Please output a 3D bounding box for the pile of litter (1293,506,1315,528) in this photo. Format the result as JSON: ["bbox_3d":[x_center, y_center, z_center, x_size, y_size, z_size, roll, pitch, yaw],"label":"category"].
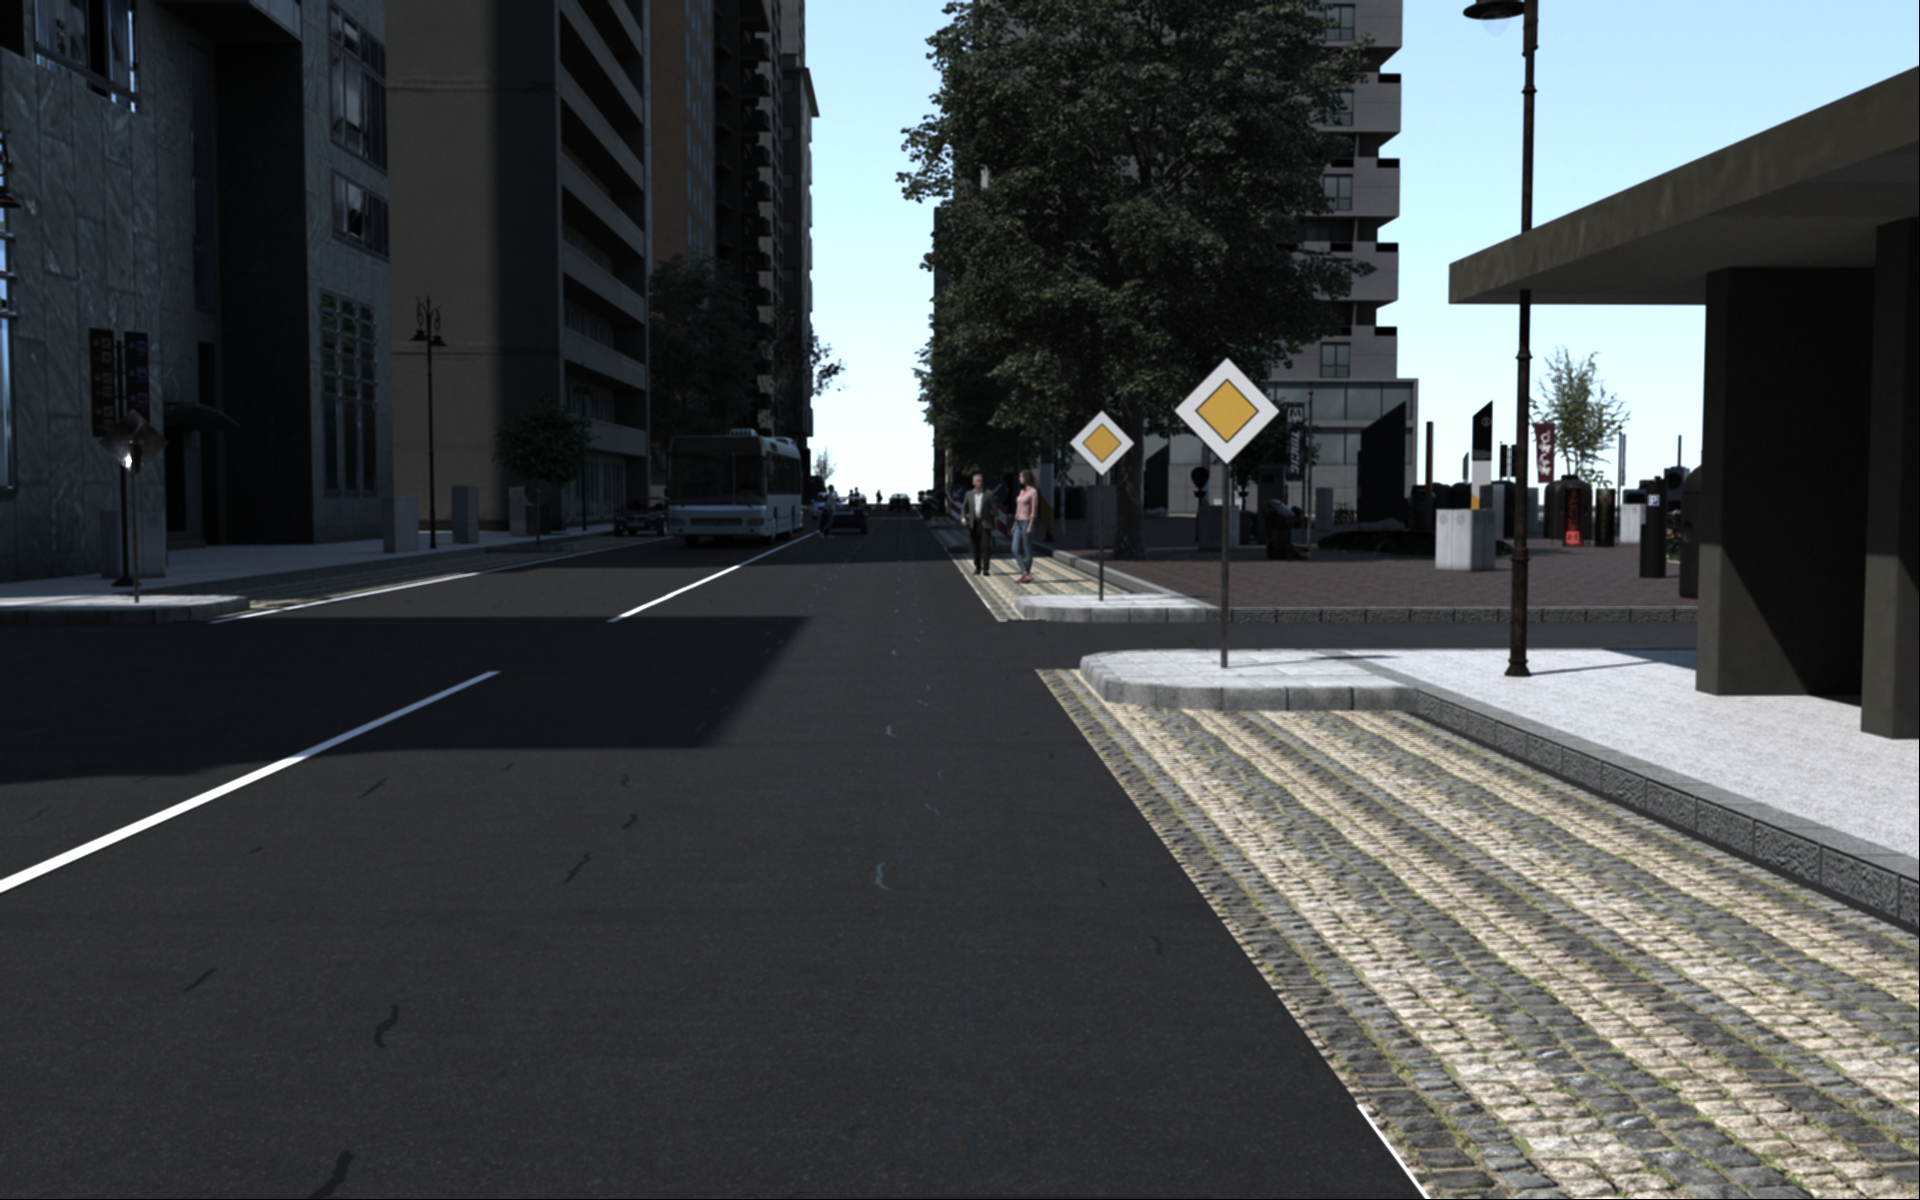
[{"bbox_3d":[12.658,-3.154,65.534,1.719,0.858,1.176,1,4,17],"label":"pile of litter"}]

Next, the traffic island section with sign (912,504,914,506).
[{"bbox_3d":[-4.503,-11.903,203.246,1.989,1.847,2.006,0,4,-2],"label":"traffic island section with sign"}]

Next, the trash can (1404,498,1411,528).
[{"bbox_3d":[17.327,-3.343,66.304,0.748,1.137,0.748,0,3,0],"label":"trash can"}]

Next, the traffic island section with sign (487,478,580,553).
[{"bbox_3d":[-10.441,-2.080,42.635,1.989,1.847,2.006,0,4,-2],"label":"traffic island section with sign"}]

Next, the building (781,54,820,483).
[{"bbox_3d":[-32.018,-38.104,212.237,28.713,52.752,27.495,0,4,-2],"label":"building"}]

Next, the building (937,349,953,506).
[{"bbox_3d":[11.047,-23.347,226.758,27.650,21.520,28.899,0,4,-2],"label":"building"}]

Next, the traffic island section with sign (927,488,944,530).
[{"bbox_3d":[-0.222,-3.775,70.350,1.989,1.847,2.006,0,4,-2],"label":"traffic island section with sign"}]

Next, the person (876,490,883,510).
[{"bbox_3d":[-7.291,-9.101,157.169,0.599,1.838,0.709,3,5,43],"label":"person"}]

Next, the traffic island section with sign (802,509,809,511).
[{"bbox_3d":[-13.845,-8.485,147.363,1.989,1.847,2.006,0,4,-2],"label":"traffic island section with sign"}]

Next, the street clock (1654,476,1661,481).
[{"bbox_3d":[27.907,-3.962,69.347,0.358,2.002,0.471,1,4,13],"label":"street clock"}]

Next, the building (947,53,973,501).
[{"bbox_3d":[6.276,-29.421,164.635,14.154,41.232,14.086,0,4,-2],"label":"building"}]

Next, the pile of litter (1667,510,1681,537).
[{"bbox_3d":[19.716,-2.106,48.395,1.176,0.858,1.719,1,4,9],"label":"pile of litter"}]

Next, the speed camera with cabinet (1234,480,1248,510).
[{"bbox_3d":[13.775,-5.546,85.017,0.660,3.252,2.038,0,4,7],"label":"speed camera with cabinet"}]

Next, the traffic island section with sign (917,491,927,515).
[{"bbox_3d":[-1.844,-6.859,120.771,1.989,1.847,2.006,0,4,-2],"label":"traffic island section with sign"}]

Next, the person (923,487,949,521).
[{"bbox_3d":[-1.220,-5.097,92.046,0.699,1.804,1.509,-3,5,-42],"label":"person"}]

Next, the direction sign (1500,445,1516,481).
[{"bbox_3d":[25.113,-5.337,79.259,0.876,3.537,0.379,0,4,-8],"label":"direction sign"}]

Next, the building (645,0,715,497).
[{"bbox_3d":[-22.188,-27.615,101.611,14.600,45.320,14.200,0,4,-2],"label":"building"}]

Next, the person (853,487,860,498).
[{"bbox_3d":[-5.675,-5.325,95.580,0.581,1.822,0.654,-3,5,-44],"label":"person"}]

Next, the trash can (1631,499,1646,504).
[{"bbox_3d":[20.599,-2.483,52.251,0.748,1.137,0.748,0,3,0],"label":"trash can"}]

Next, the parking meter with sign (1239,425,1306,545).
[{"bbox_3d":[7.912,-2.925,44.092,1.738,3.016,0.543,1,4,12],"label":"parking meter with sign"}]

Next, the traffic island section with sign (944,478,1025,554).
[{"bbox_3d":[0.690,-2.061,42.318,1.989,1.847,2.006,0,4,-2],"label":"traffic island section with sign"}]

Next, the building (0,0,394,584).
[{"bbox_3d":[-25.249,-44.023,32.446,22.319,86.520,31.000,0,4,-2],"label":"building"}]

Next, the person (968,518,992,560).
[{"bbox_3d":[0.417,-1.754,37.595,0.576,1.772,0.534,1,4,19],"label":"person"}]

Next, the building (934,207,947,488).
[{"bbox_3d":[3.224,-34.533,248.215,14.154,41.232,14.086,0,4,-2],"label":"building"}]

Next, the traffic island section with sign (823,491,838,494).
[{"bbox_3d":[-15.637,-11.874,202.774,1.989,1.847,2.006,0,4,-2],"label":"traffic island section with sign"}]

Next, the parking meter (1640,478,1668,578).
[{"bbox_3d":[10.640,-1.110,26.560,0.372,1.533,0.369,0,3,0],"label":"parking meter"}]

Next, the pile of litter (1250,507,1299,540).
[{"bbox_3d":[8.256,-2.081,47.982,1.176,0.858,1.719,-3,5,-43],"label":"pile of litter"}]

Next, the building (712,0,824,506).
[{"bbox_3d":[-29.227,-48.799,236.121,20.563,71.187,20.611,0,4,-2],"label":"building"}]

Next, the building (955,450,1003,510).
[{"bbox_3d":[10.120,-43.283,145.922,20.563,71.187,20.611,0,4,-2],"label":"building"}]

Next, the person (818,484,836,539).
[{"bbox_3d":[-4.265,-2.844,55.679,0.598,1.740,0.731,-1,4,-18],"label":"person"}]

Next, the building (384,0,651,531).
[{"bbox_3d":[-24.685,-27.189,68.237,21.300,48.544,21.600,0,4,-2],"label":"building"}]

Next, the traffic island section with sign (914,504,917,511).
[{"bbox_3d":[-2.723,-8.507,147.712,1.989,1.847,2.006,0,4,-2],"label":"traffic island section with sign"}]

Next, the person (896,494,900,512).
[{"bbox_3d":[-4.901,-7.640,136.674,0.557,1.426,1.065,0,4,-7],"label":"person"}]

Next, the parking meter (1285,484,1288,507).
[{"bbox_3d":[16.791,-5.145,89.839,0.255,1.863,0.399,-3,5,-43],"label":"parking meter"}]

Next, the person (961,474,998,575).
[{"bbox_3d":[0.345,-1.313,30.373,0.661,1.777,0.834,0,4,0],"label":"person"}]

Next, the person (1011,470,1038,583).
[{"bbox_3d":[1.018,-1.177,27.753,0.388,1.821,0.555,-3,5,-42],"label":"person"}]

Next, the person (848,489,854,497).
[{"bbox_3d":[-7.089,-6.281,111.877,0.721,1.739,1.217,3,5,40],"label":"person"}]

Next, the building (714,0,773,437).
[{"bbox_3d":[-27.221,-29.910,143.655,22.147,44.769,28.867,0,4,-2],"label":"building"}]

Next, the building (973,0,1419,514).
[{"bbox_3d":[14.813,-32.596,122.184,28.713,52.752,27.495,0,4,-2],"label":"building"}]

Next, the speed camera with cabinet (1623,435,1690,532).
[{"bbox_3d":[23.437,-3.914,58.327,2.038,3.252,0.660,3,5,43],"label":"speed camera with cabinet"}]

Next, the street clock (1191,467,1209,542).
[{"bbox_3d":[6.359,-2.528,45.896,0.471,2.002,0.358,1,4,12],"label":"street clock"}]

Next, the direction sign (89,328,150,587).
[{"bbox_3d":[-11.639,-1.962,24.072,0.379,3.537,0.876,2,4,28],"label":"direction sign"}]
